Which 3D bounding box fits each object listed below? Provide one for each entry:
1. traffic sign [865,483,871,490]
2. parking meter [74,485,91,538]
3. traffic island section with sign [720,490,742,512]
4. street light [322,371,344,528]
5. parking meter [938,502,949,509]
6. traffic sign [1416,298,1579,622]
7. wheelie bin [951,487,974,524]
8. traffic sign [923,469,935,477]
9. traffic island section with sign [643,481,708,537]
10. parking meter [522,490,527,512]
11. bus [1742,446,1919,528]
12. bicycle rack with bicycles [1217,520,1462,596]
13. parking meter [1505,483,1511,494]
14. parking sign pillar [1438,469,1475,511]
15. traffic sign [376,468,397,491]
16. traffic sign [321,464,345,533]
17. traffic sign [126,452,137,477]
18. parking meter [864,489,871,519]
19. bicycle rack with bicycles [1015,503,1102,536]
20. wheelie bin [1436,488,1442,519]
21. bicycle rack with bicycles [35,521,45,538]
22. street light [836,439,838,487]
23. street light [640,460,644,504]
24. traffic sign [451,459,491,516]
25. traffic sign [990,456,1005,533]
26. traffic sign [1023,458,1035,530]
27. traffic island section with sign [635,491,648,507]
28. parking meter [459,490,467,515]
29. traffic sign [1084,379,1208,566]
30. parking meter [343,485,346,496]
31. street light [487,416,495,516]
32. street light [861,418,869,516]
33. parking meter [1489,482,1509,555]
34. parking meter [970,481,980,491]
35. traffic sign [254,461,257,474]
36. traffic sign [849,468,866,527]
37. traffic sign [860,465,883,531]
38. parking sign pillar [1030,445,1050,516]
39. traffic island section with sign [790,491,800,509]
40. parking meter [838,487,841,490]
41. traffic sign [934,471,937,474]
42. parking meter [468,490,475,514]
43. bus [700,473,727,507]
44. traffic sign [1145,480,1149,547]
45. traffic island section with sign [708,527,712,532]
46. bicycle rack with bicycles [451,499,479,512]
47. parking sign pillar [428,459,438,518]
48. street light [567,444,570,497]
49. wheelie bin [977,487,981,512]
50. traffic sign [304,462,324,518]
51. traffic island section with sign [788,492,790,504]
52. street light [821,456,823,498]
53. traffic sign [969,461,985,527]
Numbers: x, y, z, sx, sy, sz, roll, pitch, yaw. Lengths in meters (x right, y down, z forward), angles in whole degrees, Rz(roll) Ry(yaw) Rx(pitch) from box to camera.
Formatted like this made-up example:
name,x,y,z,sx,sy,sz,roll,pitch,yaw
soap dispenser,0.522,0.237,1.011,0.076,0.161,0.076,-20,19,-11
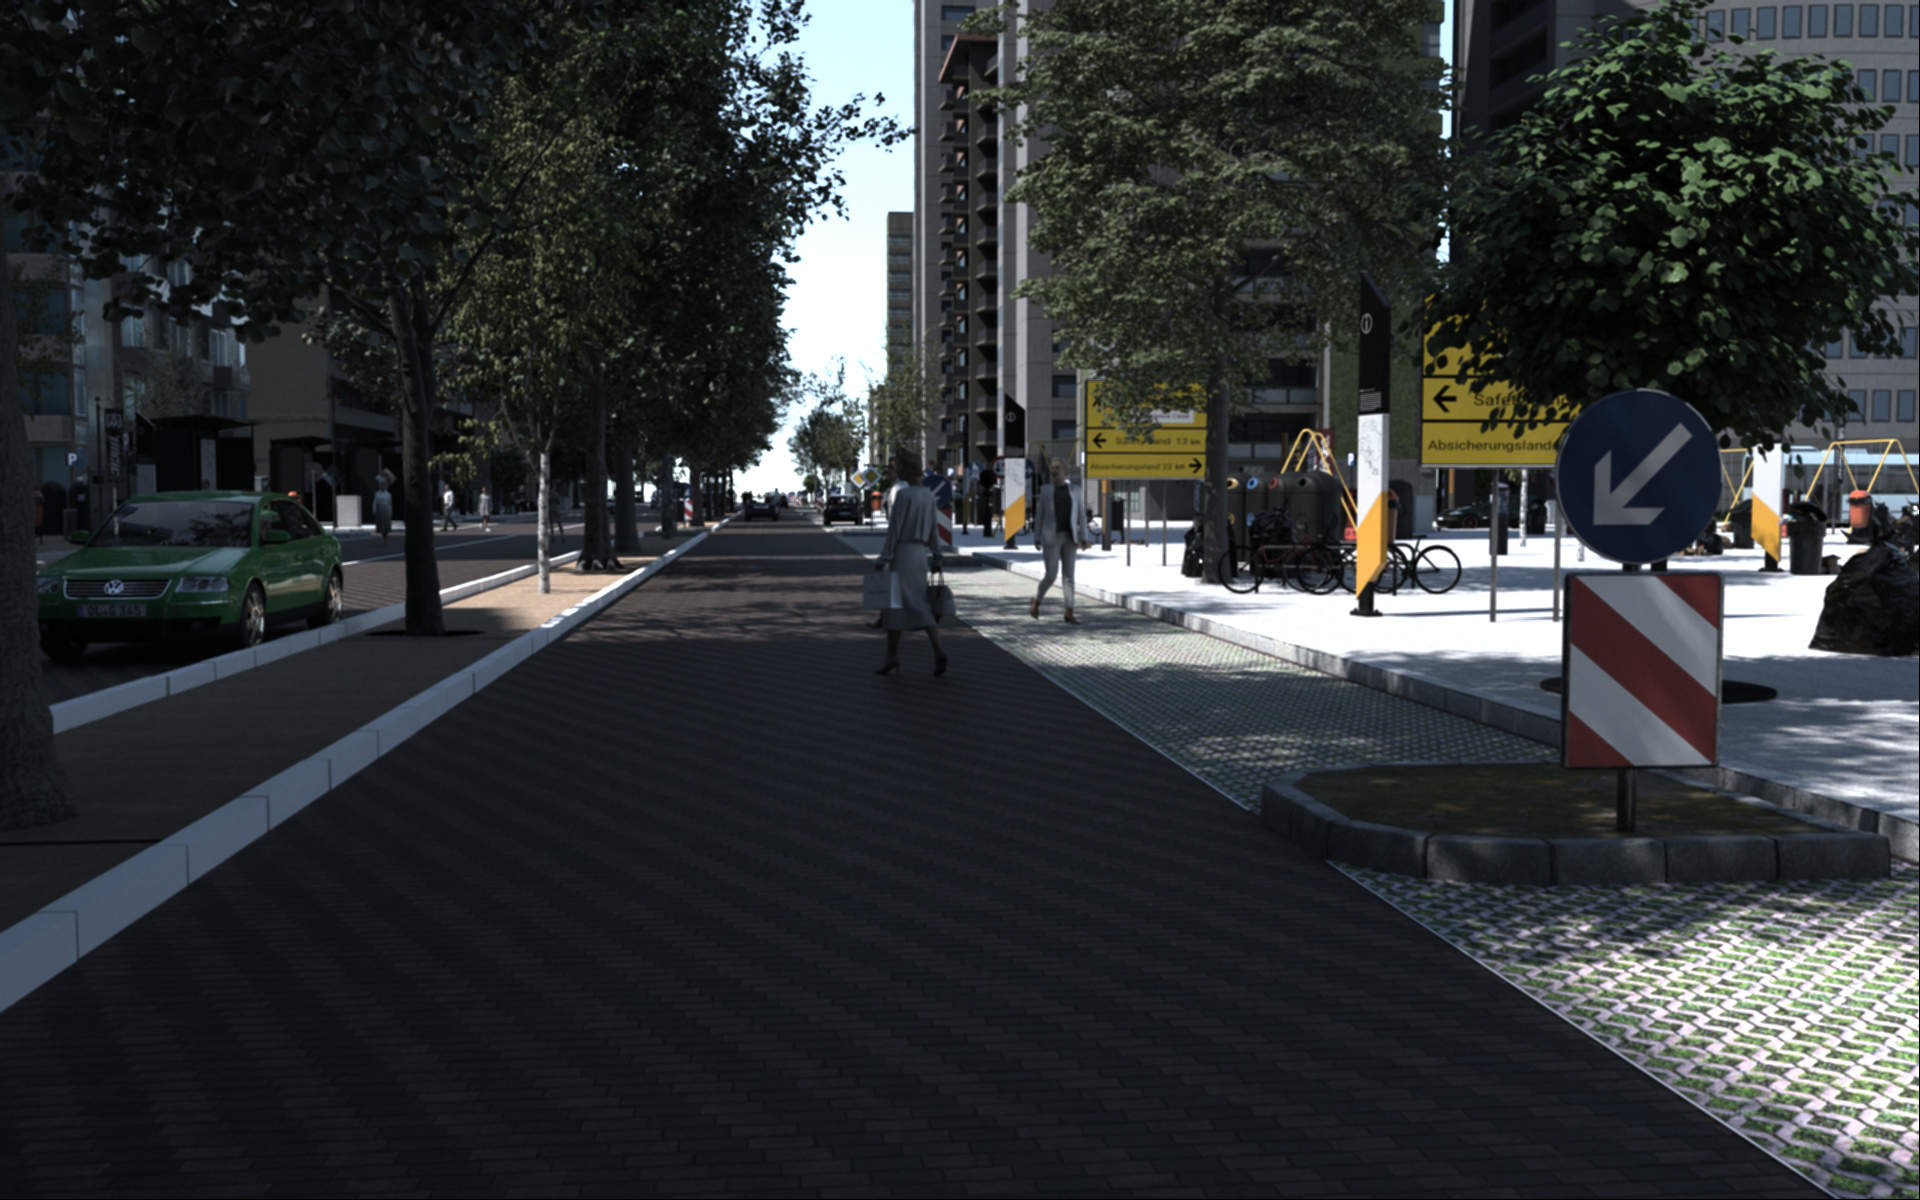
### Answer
name,x,y,z,sx,sy,sz,roll,pitch,yaw
traffic sign,-5.292,-6.231,101.976,0.768,2.556,0.104,0,4,-3
parking meter,-23.875,-2.368,47.121,0.372,1.533,0.369,0,3,0
traffic island section with sign,-18.694,-8.126,140.992,2.006,1.907,1.989,0,4,-6
street light,-23.604,-5.660,65.328,0.468,5.910,1.993,0,4,-6
parking meter,-0.667,-3.832,71.068,0.372,1.533,0.369,0,3,0
traffic sign,5.665,-1.431,17.272,2.265,3.308,0.079,0,4,-2
wheelie bin,0.068,-3.990,73.140,0.693,1.594,0.980,1,4,12
traffic sign,-1.644,-5.451,89.232,0.768,2.556,0.104,0,4,1
traffic island section with sign,-9.716,-3.107,58.934,2.006,1.907,1.989,0,4,-6
parking meter,-30.492,-6.900,121.224,0.372,1.533,0.369,0,3,0
bus,37.758,-4.483,68.150,13.247,3.499,2.948,0,4,-6
bicycle rack with bicycles,5.094,-0.574,22.767,2.925,0.926,2.852,1,4,23
parking meter,27.622,-5.004,87.523,0.255,1.863,0.399,-1,4,-19
parking sign pillar,21.354,-5.242,74.173,1.447,3.967,1.447,0,4,4
traffic sign,-21.647,-3.775,65.369,0.795,2.450,0.064,0,4,-6
traffic sign,-20.778,-3.290,57.431,0.795,2.450,0.064,0,4,-6
traffic sign,-24.526,-3.159,51.754,0.768,2.556,0.104,0,4,-1
parking meter,-4.844,-5.042,90.848,0.372,1.533,0.369,0,3,0
bicycle rack with bicycles,3.135,-2.503,54.310,2.925,0.926,2.852,0,4,7
wheelie bin,23.719,-4.762,85.774,0.980,1.594,0.693,-3,5,-45
bicycle rack with bicycles,-28.156,-2.216,49.617,2.925,0.926,2.852,-1,4,-10
street light,-10.074,-10.312,141.385,0.468,5.910,1.993,0,4,-6
street light,-41.095,-15.369,224.072,0.468,5.910,1.993,0,4,-6
traffic sign,-28.519,-6.550,100.971,2.265,3.308,0.079,0,4,-4
traffic sign,1.372,-3.524,57.726,0.768,2.556,0.104,0,4,-3
traffic sign,2.265,-3.724,60.991,0.768,2.556,0.104,0,4,-2
traffic island section with sign,-35.417,-11.152,190.956,1.989,1.847,2.006,0,4,-6
parking meter,-30.119,-6.064,104.862,0.399,1.863,0.255,1,4,11
traffic sign,3.317,-2.251,30.670,2.265,3.308,0.079,0,4,-4
parking meter,-39.753,-6.519,112.299,0.255,1.863,0.399,2,4,33
street light,-27.902,-7.985,103.335,0.468,5.910,1.993,0,4,-6
street light,-5.722,-7.988,103.383,0.468,5.910,1.993,0,4,-6
parking meter,11.337,-1.713,36.423,0.372,1.533,0.369,0,3,0
parking meter,0.748,-5.334,92.919,0.399,1.863,0.255,-1,4,-15
traffic sign,-23.621,-3.494,57.240,0.768,2.556,0.104,0,4,2
traffic sign,-3.906,-3.892,67.282,0.795,2.450,0.064,0,4,-6
traffic sign,-3.037,-3.407,59.344,0.795,2.450,0.064,0,4,-6
parking sign pillar,4.598,-6.533,95.284,1.447,3.967,1.447,0,4,-6
traffic island section with sign,-14.992,-9.620,165.914,1.989,1.847,2.006,0,4,-6
parking meter,-9.675,-8.160,139.133,0.255,1.863,0.399,0,4,-8
traffic sign,-1.489,-5.829,95.411,0.768,2.556,0.104,0,4,3
parking meter,-32.005,-6.427,113.490,0.372,1.533,0.369,0,3,0
bus,-27.012,-12.125,189.797,2.896,3.916,12.252,0,4,-8
traffic sign,4.526,-2.553,41.844,0.768,2.556,0.104,0,4,3
traffic island section with sign,-10.512,-3.557,66.298,2.006,1.907,1.989,0,4,-6
bicycle rack with bicycles,-35.697,-6.734,123.478,2.925,0.926,2.852,-2,4,-25
parking sign pillar,-29.139,-6.465,94.181,1.447,3.967,1.447,1,4,15
street light,-32.099,-10.338,141.815,0.468,5.910,1.993,0,4,-6
wheelie bin,0.521,-4.171,76.106,0.980,1.594,0.693,3,5,39
traffic sign,-25.703,-4.209,68.921,0.768,2.556,0.104,0,4,-1
traffic island section with sign,-18.027,-11.313,193.587,1.989,1.847,2.006,0,4,-6
street light,-14.284,-12.664,179.847,0.468,5.910,1.993,0,4,-6
traffic sign,0.605,-4.119,67.450,0.768,2.556,0.104,0,4,3
